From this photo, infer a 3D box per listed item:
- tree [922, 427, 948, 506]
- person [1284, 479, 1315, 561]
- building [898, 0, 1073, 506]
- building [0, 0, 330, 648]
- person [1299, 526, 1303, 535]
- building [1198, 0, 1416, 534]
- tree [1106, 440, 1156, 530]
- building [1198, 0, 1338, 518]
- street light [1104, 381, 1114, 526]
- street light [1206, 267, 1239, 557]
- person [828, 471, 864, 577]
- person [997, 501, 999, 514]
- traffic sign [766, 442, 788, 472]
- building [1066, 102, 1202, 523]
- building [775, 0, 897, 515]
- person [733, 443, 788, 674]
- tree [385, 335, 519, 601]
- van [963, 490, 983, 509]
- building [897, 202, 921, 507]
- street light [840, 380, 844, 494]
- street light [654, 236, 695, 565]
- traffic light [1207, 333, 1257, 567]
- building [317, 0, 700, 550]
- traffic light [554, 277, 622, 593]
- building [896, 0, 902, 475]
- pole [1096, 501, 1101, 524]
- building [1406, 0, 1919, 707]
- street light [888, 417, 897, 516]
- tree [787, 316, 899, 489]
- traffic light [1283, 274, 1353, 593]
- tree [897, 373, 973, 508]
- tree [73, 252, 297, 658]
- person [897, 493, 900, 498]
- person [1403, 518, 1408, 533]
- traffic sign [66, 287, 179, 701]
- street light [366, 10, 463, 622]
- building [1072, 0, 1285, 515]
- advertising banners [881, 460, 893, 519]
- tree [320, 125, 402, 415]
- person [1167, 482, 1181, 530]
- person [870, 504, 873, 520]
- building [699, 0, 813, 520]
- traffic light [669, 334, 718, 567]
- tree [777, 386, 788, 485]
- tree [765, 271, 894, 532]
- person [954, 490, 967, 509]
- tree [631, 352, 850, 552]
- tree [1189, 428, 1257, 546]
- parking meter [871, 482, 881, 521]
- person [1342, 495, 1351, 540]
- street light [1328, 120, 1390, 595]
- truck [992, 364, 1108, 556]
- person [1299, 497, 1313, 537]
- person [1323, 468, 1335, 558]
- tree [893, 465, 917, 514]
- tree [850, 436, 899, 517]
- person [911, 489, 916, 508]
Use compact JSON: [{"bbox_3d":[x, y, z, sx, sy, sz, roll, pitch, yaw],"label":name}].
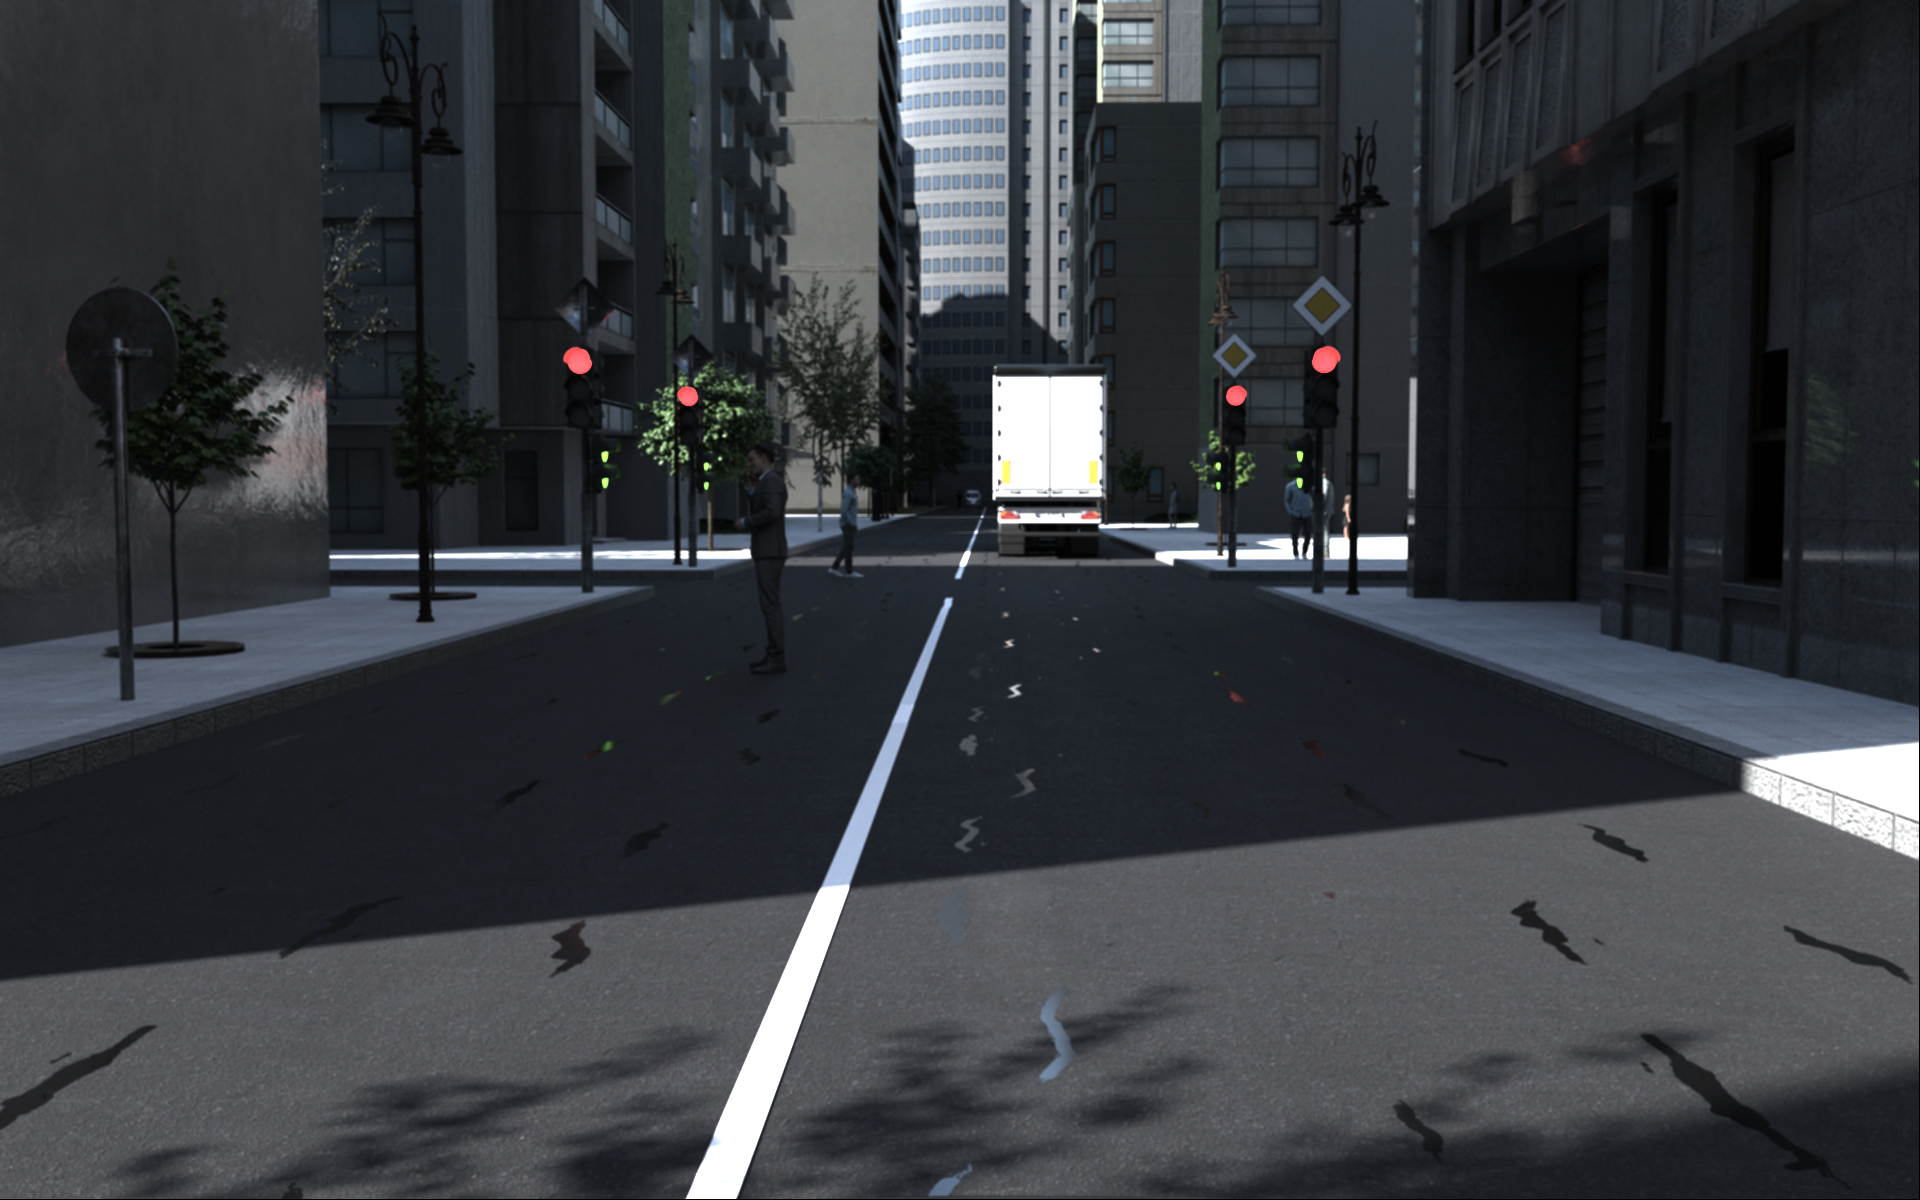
[{"bbox_3d":[-2.963,-14.243,183.230,4.360,8.622,3.978,0,3,0],"label":"tree"},{"bbox_3d":[6.613,-1.681,33.554,0.660,1.820,0.620,0,4,-3],"label":"person"},{"bbox_3d":[3.514,-40.269,200.403,28.212,58.520,21.231,0,4,1],"label":"building"},{"bbox_3d":[-25.025,-12.661,11.529,34.151,26.468,19.350,0,4,1],"label":"building"},{"bbox_3d":[10.679,-2.920,54.054,0.573,1.790,0.520,-1,4,-21],"label":"person"},{"bbox_3d":[15.386,-23.081,60.975,14.154,41.232,14.086,0,4,1],"label":"building"},{"bbox_3d":[6.302,-4.136,62.220,1.663,3.219,1.824,0,3,0],"label":"tree"},{"bbox_3d":[15.842,-26.257,112.901,14.154,41.232,14.086,0,4,1],"label":"building"},{"bbox_3d":[5.931,-5.948,70.040,0.468,5.910,1.993,0,4,1],"label":"street light"},{"bbox_3d":[5.349,-3.831,35.432,0.468,5.910,1.993,0,4,1],"label":"street light"},{"bbox_3d":[-1.971,-1.306,29.871,0.620,1.820,0.660,0,4,-3],"label":"person"},{"bbox_3d":[2.757,-6.835,120.775,0.721,1.766,1.217,-2,4,-26],"label":"person"},{"bbox_3d":[-4.606,-2.595,42.542,0.768,2.556,0.104,0,4,8],"label":"traffic sign"},{"bbox_3d":[20.057,-15.039,90.934,27.650,21.520,28.899,0,4,1],"label":"building"},{"bbox_3d":[-15.460,-30.123,116.217,21.300,48.544,21.600,0,4,1],"label":"building"},{"bbox_3d":[-1.615,-0.352,14.053,0.447,1.846,0.655,0,4,-7],"label":"person"},{"bbox_3d":[-6.506,-1.620,21.090,1.663,3.219,1.824,0,3,0],"label":"tree"},{"bbox_3d":[1.274,-10.161,173.145,2.013,2.044,4.112,0,4,0],"label":"van"},{"bbox_3d":[-10.974,-24.564,173.318,14.107,30.474,14.160,0,4,1],"label":"building"},{"bbox_3d":[-4.520,-5.739,66.621,0.468,5.910,1.993,0,4,1],"label":"street light"},{"bbox_3d":[-5.136,-3.580,31.325,0.468,5.910,1.993,0,4,1],"label":"street light"},{"bbox_3d":[4.761,-2.531,30.307,0.839,4.253,0.868,0,4,1],"label":"traffic light"},{"bbox_3d":[-15.072,-22.091,44.789,14.154,41.232,14.086,0,4,1],"label":"building"},{"bbox_3d":[-4.843,-2.052,22.477,0.839,4.253,0.868,0,4,1],"label":"traffic light"},{"bbox_3d":[-18.684,-33.784,141.614,28.713,52.752,27.495,0,4,1],"label":"building"},{"bbox_3d":[5.855,-4.854,73.202,0.158,3.312,0.155,0,3,0],"label":"pole"},{"bbox_3d":[11.417,-11.797,10.908,12.078,24.808,19.932,0,4,1],"label":"building"},{"bbox_3d":[-3.992,-7.927,102.395,0.468,5.910,1.993,0,4,1],"label":"street light"},{"bbox_3d":[-4.660,-7.469,72.478,4.360,8.622,3.978,0,3,0],"label":"tree"},{"bbox_3d":[4.617,-2.043,22.323,0.839,4.253,0.868,0,4,1],"label":"traffic light"},{"bbox_3d":[-2.534,-14.893,161.622,7.486,12.596,7.792,0,3,0],"label":"tree"},{"bbox_3d":[-6.232,-1.186,13.998,1.663,3.219,1.824,0,3,0],"label":"tree"},{"bbox_3d":[-6.094,-9.450,160.566,1.348,1.821,0.705,3,4,36],"label":"person"},{"bbox_3d":[9.081,-1.692,33.827,0.853,1.813,0.709,1,4,10],"label":"person"},{"bbox_3d":[-5.182,-0.648,10.705,0.768,2.556,0.104,1,4,10],"label":"traffic sign"},{"bbox_3d":[-5.371,-2.718,17.228,0.468,5.910,1.993,0,4,1],"label":"street light"},{"bbox_3d":[15.179,-27.118,126.975,14.154,41.232,14.086,0,4,1],"label":"building"},{"bbox_3d":[-3.724,-5.648,88.537,0.090,3.025,2.074,1,4,14],"label":"advertising banners"},{"bbox_3d":[-13.217,-5.077,33.365,4.360,8.622,3.978,0,3,0],"label":"tree"},{"bbox_3d":[7.757,-3.413,62.851,0.522,1.701,0.512,0,4,7],"label":"person"},{"bbox_3d":[-4.274,-4.795,87.037,0.503,1.515,0.523,-3,5,-41],"label":"person"},{"bbox_3d":[-19.343,-27.963,76.810,23.786,49.044,30.456,0,4,1],"label":"building"},{"bbox_3d":[-4.699,-2.541,30.461,0.839,4.253,0.868,0,4,1],"label":"traffic light"},{"bbox_3d":[-10.363,-9.246,101.532,4.360,8.622,3.978,0,3,0],"label":"tree"},{"bbox_3d":[-4.502,-6.605,58.359,4.737,8.622,4.395,0,3,0],"label":"tree"},{"bbox_3d":[-0.008,-9.769,167.855,1.348,1.869,0.705,-2,4,-27],"label":"person"},{"bbox_3d":[-5.585,-3.392,39.172,4.285,4.588,4.351,0,3,0],"label":"tree"},{"bbox_3d":[6.538,-2.981,43.334,1.663,3.219,1.824,0,3,0],"label":"tree"},{"bbox_3d":[-3.942,-4.626,81.344,0.399,1.863,0.255,2,4,29],"label":"parking meter"},{"bbox_3d":[10.794,-2.278,47.958,0.373,1.253,0.362,3,4,36],"label":"person"},{"bbox_3d":[5.018,-3.007,21.952,0.468,5.910,1.993,0,4,1],"label":"street light"},{"bbox_3d":[2.156,-3.315,43.114,2.839,4.237,11.283,0,4,2],"label":"truck"},{"bbox_3d":[10.253,-2.733,51.216,0.515,1.767,0.782,-2,4,-25],"label":"person"},{"bbox_3d":[7.314,-1.752,34.784,0.391,1.810,0.635,1,4,15],"label":"person"},{"bbox_3d":[-3.621,-7.265,113.376,1.663,3.219,1.824,0,3,0],"label":"tree"},{"bbox_3d":[-5.091,-6.935,97.094,4.285,4.588,4.351,0,3,0],"label":"tree"},{"bbox_3d":[-4.352,-9.420,160.069,0.705,1.824,1.348,1,4,13],"label":"person"}]
